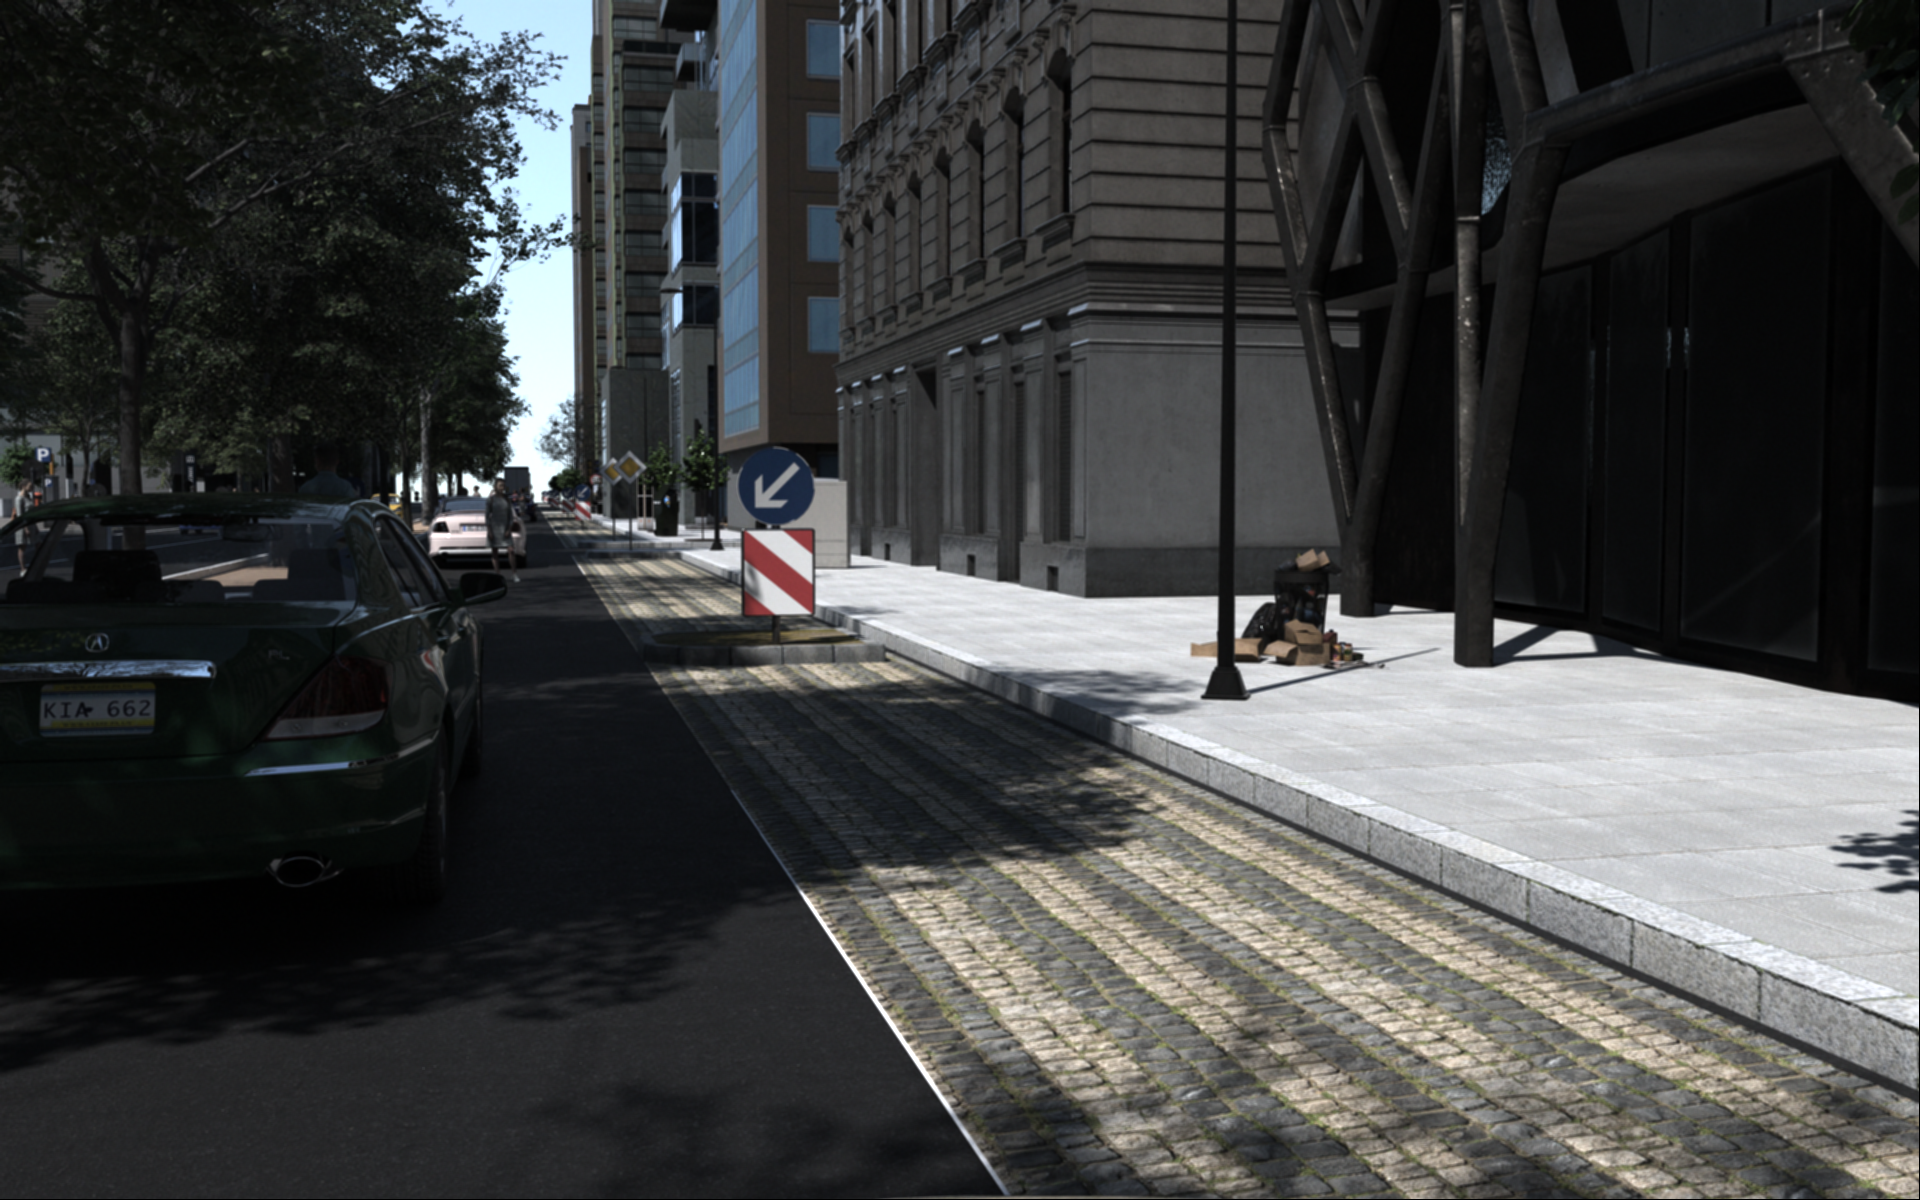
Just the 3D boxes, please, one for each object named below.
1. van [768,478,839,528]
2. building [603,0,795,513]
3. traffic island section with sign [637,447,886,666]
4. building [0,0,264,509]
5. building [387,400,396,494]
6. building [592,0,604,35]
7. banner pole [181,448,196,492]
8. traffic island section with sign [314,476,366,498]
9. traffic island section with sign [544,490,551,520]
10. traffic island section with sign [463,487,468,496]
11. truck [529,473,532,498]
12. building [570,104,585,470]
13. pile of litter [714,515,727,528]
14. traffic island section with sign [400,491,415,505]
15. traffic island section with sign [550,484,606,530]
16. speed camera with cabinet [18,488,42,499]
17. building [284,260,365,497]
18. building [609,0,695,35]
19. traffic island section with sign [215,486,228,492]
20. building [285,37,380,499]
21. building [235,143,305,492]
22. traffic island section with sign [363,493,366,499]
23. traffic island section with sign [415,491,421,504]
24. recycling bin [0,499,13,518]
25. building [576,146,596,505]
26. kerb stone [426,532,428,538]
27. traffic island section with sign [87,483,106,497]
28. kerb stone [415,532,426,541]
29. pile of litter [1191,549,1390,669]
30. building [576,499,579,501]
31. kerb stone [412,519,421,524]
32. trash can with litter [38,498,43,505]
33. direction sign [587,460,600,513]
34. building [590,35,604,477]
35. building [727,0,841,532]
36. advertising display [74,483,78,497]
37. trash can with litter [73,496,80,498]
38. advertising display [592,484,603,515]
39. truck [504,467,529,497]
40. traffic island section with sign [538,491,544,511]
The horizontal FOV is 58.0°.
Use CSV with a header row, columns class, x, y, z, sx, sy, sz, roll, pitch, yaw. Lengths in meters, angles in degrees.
class,x,y,z,sx,sy,sz,roll,pitch,yaw
van,-2.772,-2.246,43.739,4.112,2.044,2.013,-1,4,-15
building,-22.562,-30.334,146.068,14.600,45.320,14.200,-1,4,-14
traffic island section with sign,-1.832,-0.410,15.337,1.989,1.847,2.006,-1,4,-14
building,-66.596,-32.699,123.874,28.713,52.752,27.495,-1,4,-14
building,-93.680,-43.245,249.062,21.231,58.520,28.212,-1,4,-14
building,-27.449,-39.079,180.947,21.231,58.520,28.212,-1,4,-14
banner pole,-41.986,-6.370,94.169,0.863,3.779,0.401,-1,4,-14
traffic island section with sign,-15.776,-2.268,45.216,2.006,1.907,1.989,-1,4,-14
traffic island section with sign,-21.678,-5.293,95.172,1.989,1.847,2.006,-1,4,-14
traffic island section with sign,-33.911,-6.728,118.142,2.006,1.907,1.989,-1,4,-14
truck,-58.796,-14.871,232.048,2.839,4.237,11.283,-1,4,-13
building,-48.189,-44.151,263.875,21.231,58.520,28.212,-1,4,-14
pile of litter,-8.788,-3.208,66.415,1.719,0.858,1.176,2,4,34
traffic island section with sign,-70.536,-12.900,219.542,1.989,1.847,2.006,-1,4,-14
traffic island section with sign,-15.171,-3.693,69.011,1.989,1.847,2.006,-1,4,-14
speed camera with cabinet,-59.844,-7.207,112.167,2.038,3.252,0.660,0,4,-4
building,-77.957,-26.366,202.781,14.160,30.474,14.107,-1,4,-14
building,-19.501,-27.435,132.161,14.154,41.232,14.086,-1,4,-14
traffic island section with sign,-38.316,-4.970,89.888,1.989,1.847,2.006,-1,4,-14
building,-86.882,-41.558,221.475,21.231,58.520,28.212,-1,4,-14
building,-71.871,-32.592,152.479,23.786,49.044,30.456,-1,4,-14
traffic island section with sign,-57.232,-9.625,166.004,1.989,1.847,2.006,-1,4,-14
traffic island section with sign,-77.165,-14.532,246.229,1.989,1.847,2.006,-1,4,-14
recycling bin,-52.083,-4.994,94.213,0.722,1.027,0.722,1,4,15
building,-41.046,-34.813,219.306,14.600,45.320,14.200,-1,4,-14
kerb stone,-17.236,-2.037,55.498,0.120,0.150,1.000,-1,4,-14
traffic island section with sign,-31.814,-3.370,63.726,1.989,1.847,2.006,-1,4,-14
kerb stone,-16.991,-1.976,54.506,0.120,0.150,1.000,-1,4,-14
pile of litter,2.492,0.037,13.360,1.176,0.858,1.719,-1,4,-21
building,-36.913,-33.534,240.163,32.217,40.220,23.993,-1,4,-14
kerb stone,-26.935,-3.887,85.833,0.120,0.150,1.000,-1,4,-14
trash can with litter,-46.277,-4.633,87.138,1.055,1.170,0.624,1,4,14
direction sign,-24.299,-7.511,114.809,0.876,3.537,0.379,-2,4,-35
building,-26.705,-29.120,159.712,14.154,41.232,14.086,-1,4,-14
building,-0.063,-24.763,54.983,14.200,45.320,14.600,-1,4,-14
advertising display,-51.511,-5.836,100.634,0.123,1.923,0.974,0,4,-7
trash can with litter,-37.839,-3.865,74.250,2.233,1.210,1.678,3,5,44
advertising display,-22.462,-6.296,108.152,0.974,1.923,0.123,-2,4,-23
truck,-46.718,-11.832,182.364,2.839,4.237,11.283,-1,4,-15
traffic island section with sign,-33.673,-8.246,143.457,1.989,1.847,2.006,-1,4,-14
